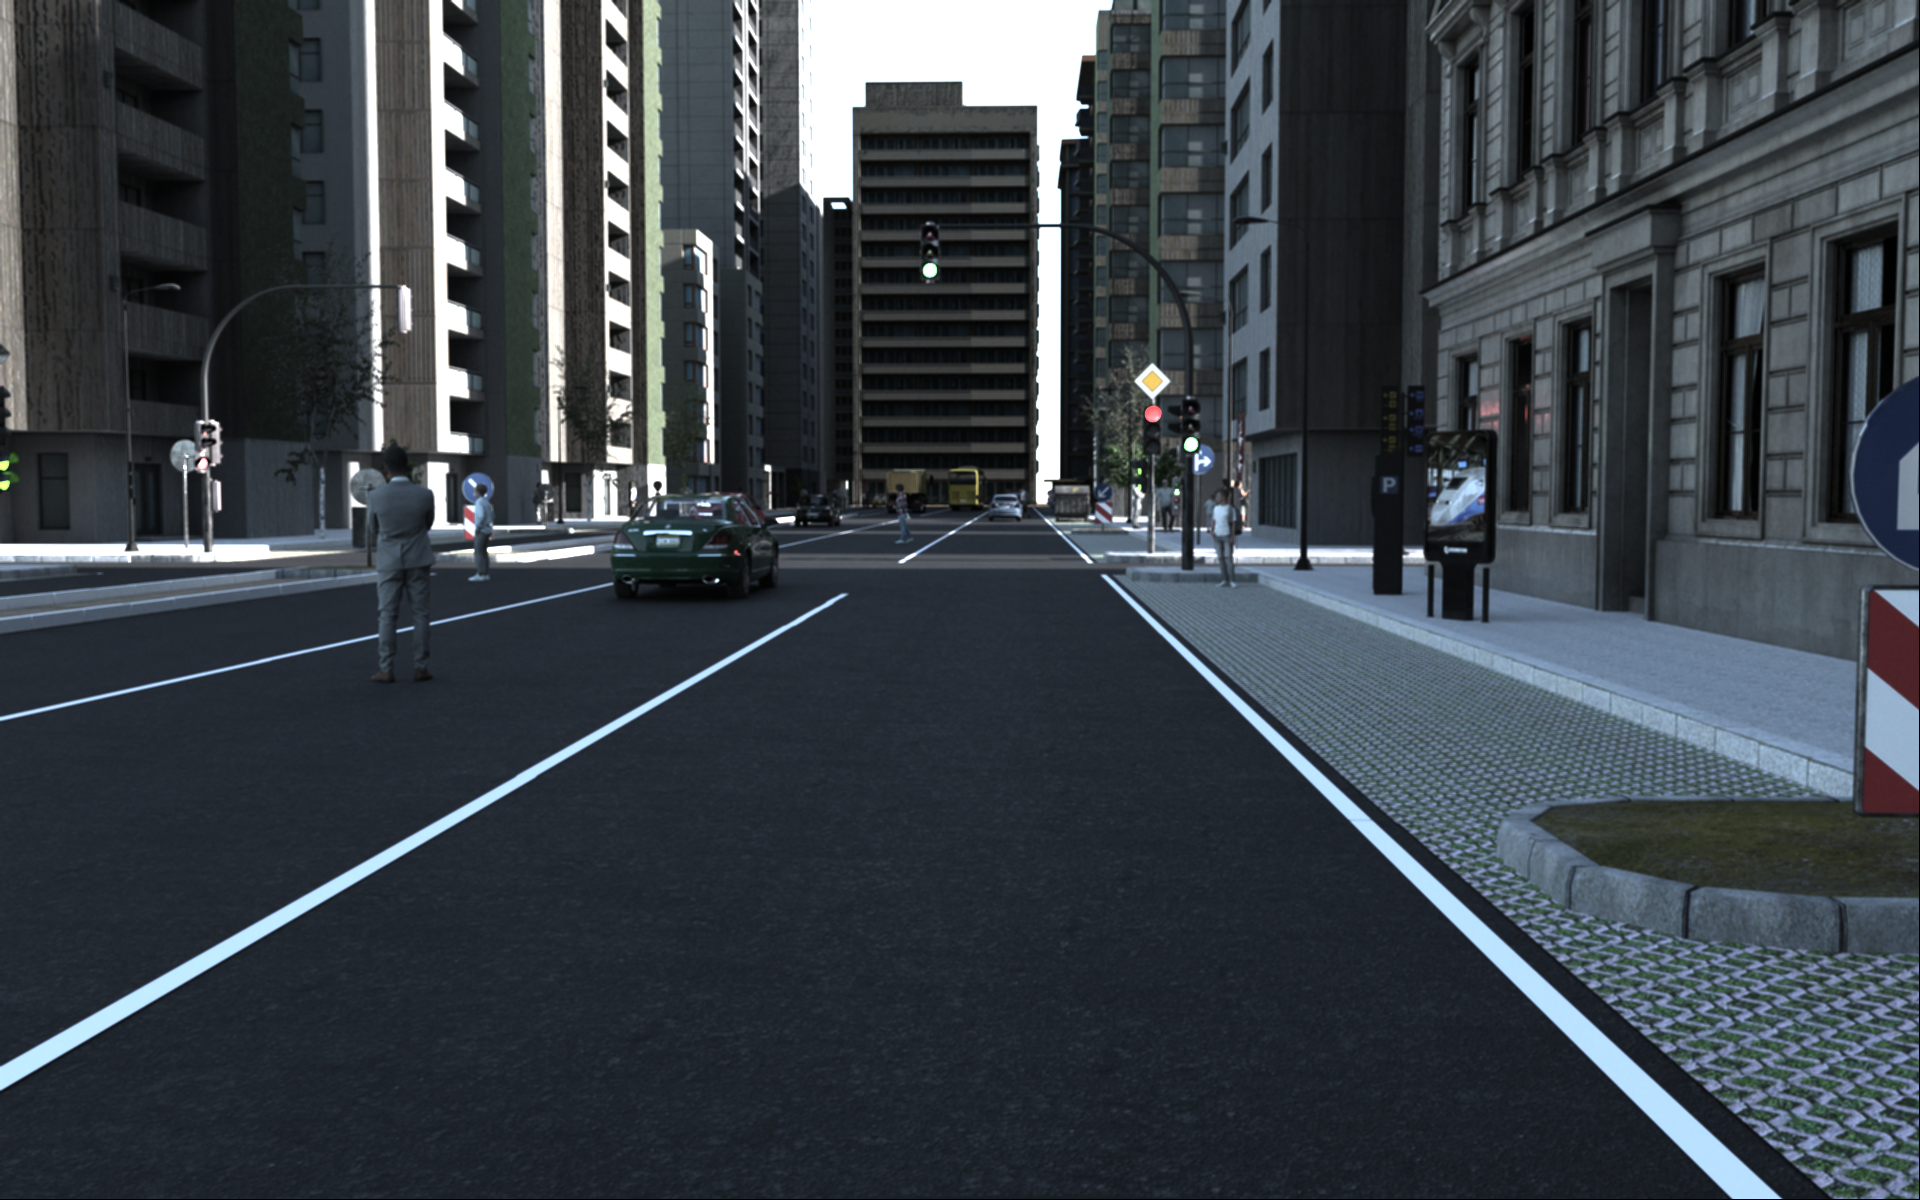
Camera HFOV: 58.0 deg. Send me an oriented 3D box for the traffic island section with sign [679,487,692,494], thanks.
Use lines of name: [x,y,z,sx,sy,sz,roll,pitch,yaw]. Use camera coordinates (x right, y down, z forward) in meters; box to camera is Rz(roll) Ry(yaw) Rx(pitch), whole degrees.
traffic island section with sign: [-14.370,-5.006,90.475,1.989,1.847,2.006,0,4,2]

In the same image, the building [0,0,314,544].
building: [-27.557,-16.834,46.943,14.160,30.474,14.107,0,4,2]

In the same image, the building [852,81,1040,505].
building: [-1.362,-35.685,207.143,21.600,48.544,21.300,0,4,2]

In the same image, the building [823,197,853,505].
building: [-23.946,-31.935,214.012,23.993,40.220,32.217,0,4,2]

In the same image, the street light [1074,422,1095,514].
street light: [8.090,-8.543,112.215,1.470,5.913,1.316,0,4,2]

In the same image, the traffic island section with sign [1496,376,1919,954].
traffic island section with sign: [3.088,0.142,6.299,1.989,1.847,2.006,0,4,2]

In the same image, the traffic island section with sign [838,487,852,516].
traffic island section with sign: [-7.654,-6.384,112.517,2.006,1.907,1.989,0,4,2]

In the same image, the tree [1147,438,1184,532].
tree: [7.227,-3.981,59.697,1.663,3.219,1.824,0,3,0]

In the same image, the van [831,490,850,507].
van: [-11.872,-10.012,170.709,2.013,2.044,4.112,0,4,2]

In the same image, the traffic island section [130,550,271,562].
traffic island section: [-16.495,-0.960,37.980,2.009,0.180,2.903,0,4,2]

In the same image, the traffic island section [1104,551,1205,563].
traffic island section: [4.134,-0.917,37.274,2.009,0.180,2.903,0,4,2]

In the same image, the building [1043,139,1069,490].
building: [24.462,-33.749,206.414,28.867,44.769,22.147,0,4,2]

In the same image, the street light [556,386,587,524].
street light: [-16.723,-6.245,74.648,1.470,5.913,1.316,0,4,2]

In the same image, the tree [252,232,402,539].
tree: [-18.189,-6.059,49.435,4.360,8.622,3.978,0,3,0]

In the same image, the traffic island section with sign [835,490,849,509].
traffic island section with sign: [-11.740,-9.715,167.466,1.989,1.847,2.006,0,4,2]

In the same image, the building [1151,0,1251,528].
building: [14.756,-23.696,71.030,14.154,41.232,14.086,0,4,2]

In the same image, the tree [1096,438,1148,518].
tree: [9.111,-6.814,95.120,4.285,4.588,4.351,0,3,0]

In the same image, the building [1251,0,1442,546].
building: [14.679,-16.734,45.307,14.107,30.474,14.160,0,4,2]

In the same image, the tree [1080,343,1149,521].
tree: [8.122,-8.107,82.905,4.360,8.622,3.978,0,3,0]

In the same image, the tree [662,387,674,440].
tree: [-18.906,-9.234,101.343,4.360,8.622,3.978,0,3,0]

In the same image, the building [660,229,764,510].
building: [-30.473,-17.314,128.126,27.650,21.520,28.899,0,4,2]

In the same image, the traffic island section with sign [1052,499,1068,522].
traffic island section with sign: [5.907,-4.925,89.154,1.989,1.847,2.006,0,4,2]

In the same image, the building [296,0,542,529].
building: [-25.683,-23.549,68.619,14.154,41.232,14.086,0,4,2]

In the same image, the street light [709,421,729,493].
street light: [-15.460,-8.458,110.832,1.470,5.913,1.316,0,4,2]

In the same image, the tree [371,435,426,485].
tree: [-17.999,-3.681,54.791,1.663,3.219,1.824,0,3,0]

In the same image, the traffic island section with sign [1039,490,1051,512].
traffic island section with sign: [8.561,-9.670,166.733,1.989,1.847,2.006,0,4,2]

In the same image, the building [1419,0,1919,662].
building: [11.726,-9.353,17.544,10.561,19.102,19.286,0,4,2]

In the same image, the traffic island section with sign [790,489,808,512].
traffic island section with sign: [-12.673,-8.067,140.526,1.989,1.847,2.006,0,4,2]

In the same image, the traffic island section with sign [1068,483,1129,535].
traffic island section with sign: [4.978,-3.256,61.858,1.989,1.847,2.006,0,4,2]

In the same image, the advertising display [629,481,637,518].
advertising display: [-16.430,-4.999,86.947,0.123,1.923,0.974,0,4,5]

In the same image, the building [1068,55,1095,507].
building: [22.553,-31.642,171.970,22.147,44.769,28.867,0,4,2]

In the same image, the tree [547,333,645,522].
tree: [-16.993,-7.922,79.895,4.360,8.622,3.978,0,3,0]

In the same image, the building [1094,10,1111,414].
building: [18.607,-28.542,150.253,14.154,41.232,14.086,0,4,2]

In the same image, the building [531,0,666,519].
building: [-23.957,-19.526,90.957,14.160,30.474,14.107,0,4,2]

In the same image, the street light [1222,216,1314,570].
street light: [5.267,-3.460,29.118,1.470,5.913,1.316,0,4,2]

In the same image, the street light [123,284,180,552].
street light: [-17.949,-4.032,38.464,1.470,5.913,1.316,0,4,2]

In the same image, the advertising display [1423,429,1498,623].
advertising display: [5.086,-0.761,17.649,0.123,1.923,0.974,-2,4,-23]

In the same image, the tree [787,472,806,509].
tree: [-14.494,-9.756,154.116,1.663,3.219,1.824,0,3,0]

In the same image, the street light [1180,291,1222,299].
street light: [5.663,-4.116,39.845,1.470,5.913,1.316,0,4,2]

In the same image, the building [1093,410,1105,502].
building: [21.699,-49.725,125.668,22.319,86.520,31.000,0,4,2]

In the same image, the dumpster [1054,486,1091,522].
dumpster: [5.642,-4.848,87.478,1.865,1.857,1.264,0,4,1]

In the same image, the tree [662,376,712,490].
tree: [-17.246,-9.577,106.951,4.737,8.622,4.395,0,3,0]

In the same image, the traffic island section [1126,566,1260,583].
traffic island section: [3.861,-0.429,29.293,2.009,0.180,2.903,0,4,2]

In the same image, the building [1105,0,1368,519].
building: [15.778,-20.373,104.804,14.160,30.474,14.107,0,4,2]

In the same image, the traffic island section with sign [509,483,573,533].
traffic island section with sign: [-15.294,-3.358,63.528,1.989,1.847,2.006,0,4,2]

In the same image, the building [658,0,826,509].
building: [-25.196,-45.173,176.831,20.611,71.187,20.563,0,4,2]

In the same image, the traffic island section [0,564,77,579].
traffic island section: [-16.768,-0.472,30.000,2.009,0.180,2.903,0,4,2]

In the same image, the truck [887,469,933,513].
truck: [-3.991,-8.399,133.240,3.469,3.379,9.791,0,4,2]

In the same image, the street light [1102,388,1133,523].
street light: [6.909,-6.330,76.029,1.470,5.913,1.316,0,4,2]
